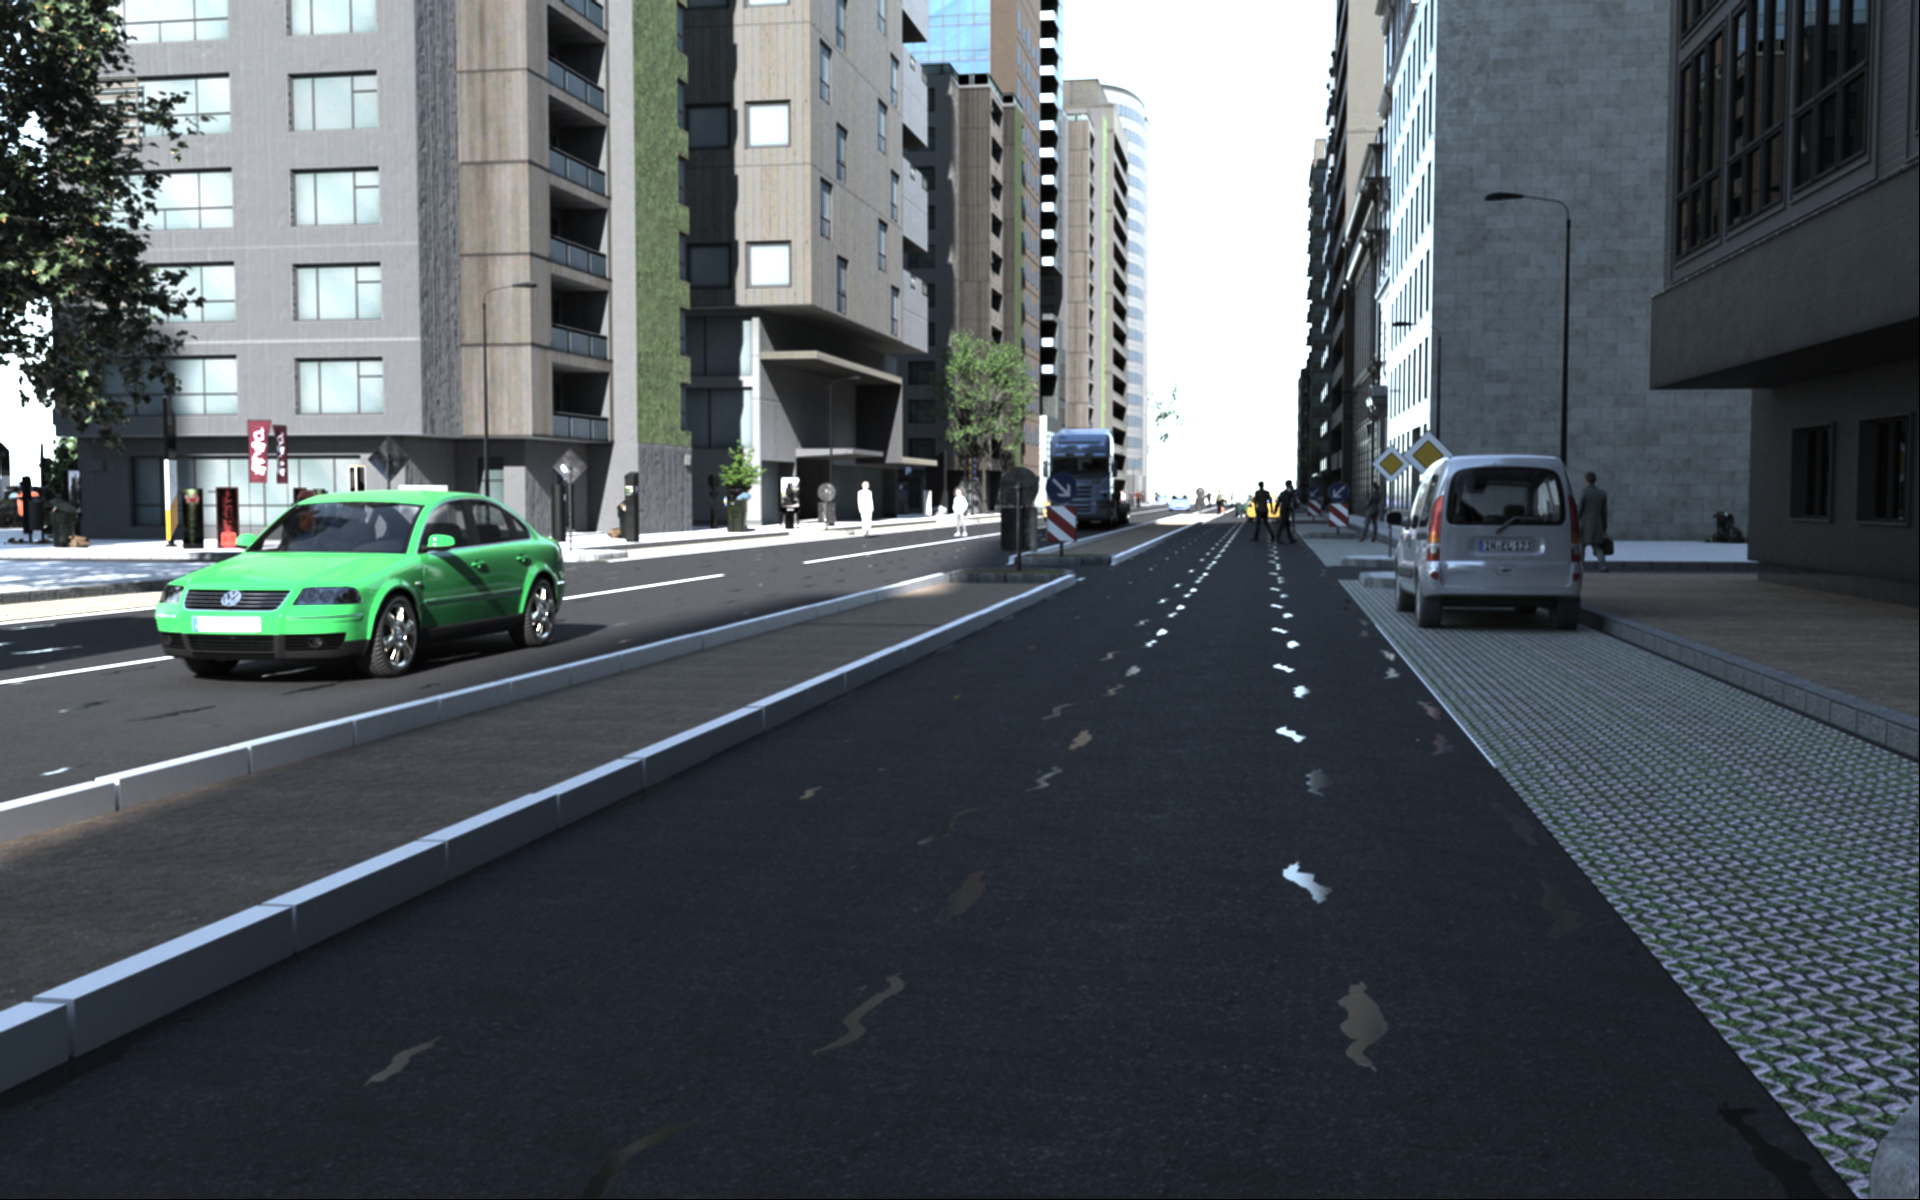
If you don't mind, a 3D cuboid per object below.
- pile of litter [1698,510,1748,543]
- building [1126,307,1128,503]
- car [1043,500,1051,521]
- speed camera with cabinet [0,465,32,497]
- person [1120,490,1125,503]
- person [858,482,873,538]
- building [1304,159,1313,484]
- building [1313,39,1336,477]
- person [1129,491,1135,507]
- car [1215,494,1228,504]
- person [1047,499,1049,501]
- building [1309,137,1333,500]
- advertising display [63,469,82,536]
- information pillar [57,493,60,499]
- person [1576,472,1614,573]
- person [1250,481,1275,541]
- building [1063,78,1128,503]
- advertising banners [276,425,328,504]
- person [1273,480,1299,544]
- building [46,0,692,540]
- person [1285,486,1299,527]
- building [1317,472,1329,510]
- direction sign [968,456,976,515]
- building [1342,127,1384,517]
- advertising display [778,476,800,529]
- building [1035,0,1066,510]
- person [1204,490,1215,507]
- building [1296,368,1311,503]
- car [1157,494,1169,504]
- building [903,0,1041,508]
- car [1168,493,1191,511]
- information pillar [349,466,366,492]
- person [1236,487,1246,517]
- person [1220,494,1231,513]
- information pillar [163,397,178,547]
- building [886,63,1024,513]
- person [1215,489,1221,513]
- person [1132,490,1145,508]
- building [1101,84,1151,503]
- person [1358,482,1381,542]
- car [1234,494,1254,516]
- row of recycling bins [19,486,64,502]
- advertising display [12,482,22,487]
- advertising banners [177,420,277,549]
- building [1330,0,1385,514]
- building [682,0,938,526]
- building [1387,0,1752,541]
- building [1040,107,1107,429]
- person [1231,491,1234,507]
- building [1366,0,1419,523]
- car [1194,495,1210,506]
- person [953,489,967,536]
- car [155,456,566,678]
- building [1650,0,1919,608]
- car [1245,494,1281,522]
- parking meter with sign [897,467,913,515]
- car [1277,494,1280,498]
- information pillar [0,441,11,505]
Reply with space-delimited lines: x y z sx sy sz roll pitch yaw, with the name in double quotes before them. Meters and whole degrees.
"pile of litter" 20.386 -1.949 45.838 1.176 0.858 1.719 -1 4 -11
"building" 14.296 -27.785 225.978 14.160 30.474 14.107 1 4 10
"car" 5.463 -5.013 92.182 2.015 1.641 3.980 1 4 9
"speed camera with cabinet" -63.613 -7.495 116.879 2.038 3.252 0.660 1 4 20
"person" 12.087 -7.329 129.275 0.436 1.711 0.756 2 4 29
"person" -3.088 -2.954 56.675 0.514 1.842 0.818 0 4 2
"building" 55.418 -34.628 220.786 22.147 44.769 28.867 1 4 10
"building" 46.391 -33.412 165.896 23.786 49.044 30.456 1 4 10
"person" 18.589 -10.854 186.419 0.568 1.767 0.683 3 5 44
"car" 39.239 -15.350 259.762 1.959 1.807 4.718 1 4 9
"person" 6.806 -7.168 126.409 0.721 1.736 1.217 -3 5 -39
"building" 47.748 -31.609 200.405 14.154 41.232 14.086 1 4 10
"advertising display" -22.612 -2.381 44.147 0.123 1.923 0.974 -1 4 -9
"information pillar" -49.072 -5.484 94.148 0.304 2.012 0.304 -2 4 -25
"person" 10.852 -1.299 29.840 0.694 1.812 0.767 -1 4 -16
"person" 9.325 -2.737 53.168 0.836 1.842 0.656 3 5 40
"building" 8.583 -35.711 207.571 21.300 48.544 21.600 1 4 10
"advertising banners" -17.040 -2.971 44.762 0.090 3.025 2.074 1 4 17
"person" 9.496 -2.565 50.212 0.755 1.850 0.659 0 4 -2
"building" -17.290 -22.576 52.715 14.154 41.232 14.086 1 4 10
"person" 14.511 -4.110 75.800 0.616 1.811 0.778 3 5 44
"building" 45.407 -27.320 138.557 32.217 40.220 23.993 1 4 10
"direction sign" 0.744 -6.860 104.154 0.379 3.537 0.876 -2 4 -31
"building" 28.403 -15.535 95.799 13.314 21.916 24.055 1 4 10
"advertising display" -6.220 -3.541 63.117 0.123 1.923 0.974 3 5 41
"building" -1.198 -51.628 156.786 22.319 86.520 31.000 1 4 10
"person" 26.818 -10.878 186.380 1.348 1.821 0.705 0 4 3
"building" 62.817 -24.736 249.468 27.650 21.520 28.899 1 4 10
"car" 29.666 -14.947 253.967 1.945 1.707 3.694 1 4 12
"building" -1.523 -29.633 134.604 14.600 45.320 14.200 1 4 10
"car" 18.850 -8.501 148.580 1.945 1.707 3.694 1 4 8
"information pillar" -15.607 -2.471 44.896 0.304 2.012 0.304 2 4 35
"person" 17.324 -6.024 106.837 0.661 1.843 0.795 1 4 17
"person" 19.575 -7.104 127.831 0.628 1.438 0.799 3 4 36
"information pillar" -19.157 -3.100 42.036 0.183 3.616 0.504 0 3 0
"building" -3.476 -21.332 120.476 14.160 30.474 14.107 1 4 10
"person" 19.690 -7.541 131.797 0.705 1.823 1.348 0 4 -4
"person" 18.153 -10.269 176.358 1.348 1.831 0.705 0 4 5
"building" 15.599 -43.171 247.848 21.231 58.520 28.212 1 4 10
"person" 12.186 -2.616 51.552 0.573 1.790 0.520 3 4 36
"car" 18.928 -6.194 113.069 2.131 1.459 4.920 1 4 10
"row of recycling bins" -52.963 -5.701 100.317 1.069 1.692 3.534 0 4 5
"advertising display" -50.254 -5.329 92.350 0.974 1.923 0.123 3 5 39
"advertising banners" -17.252 -2.721 40.681 2.074 3.025 0.090 -1 4 -23
"building" 36.491 -30.157 116.765 21.300 48.544 21.600 1 4 10
"building" -16.730 -30.104 81.443 28.713 52.752 27.495 1 4 10
"building" 19.719 -12.274 55.433 10.420 20.320 16.860 1 4 10
"building" 7.507 -30.330 179.486 14.154 41.232 14.086 1 4 10
"person" 29.841 -11.090 190.538 0.721 1.743 1.217 0 4 4
"building" 24.805 -17.566 73.113 13.634 28.700 20.117 1 4 10
"car" 29.480 -12.098 210.168 2.083 1.381 4.827 1 4 11
"person" -0.022 -3.013 59.568 0.589 1.601 0.330 3 5 41
"car" -4.999 -0.380 15.006 1.959 1.807 4.718 1 4 10
"building" 15.088 -13.387 12.390 14.314 27.812 24.014 1 4 10
"car" 15.653 -4.818 88.990 2.015 1.641 3.980 1 4 12
"parking meter with sign" -3.591 -6.909 109.229 0.543 3.016 1.738 2 4 24
"car" 46.308 -14.671 248.674 1.959 1.807 4.718 1 4 10
"information pillar" -42.339 -5.227 76.813 0.183 3.616 0.504 1 4 20
